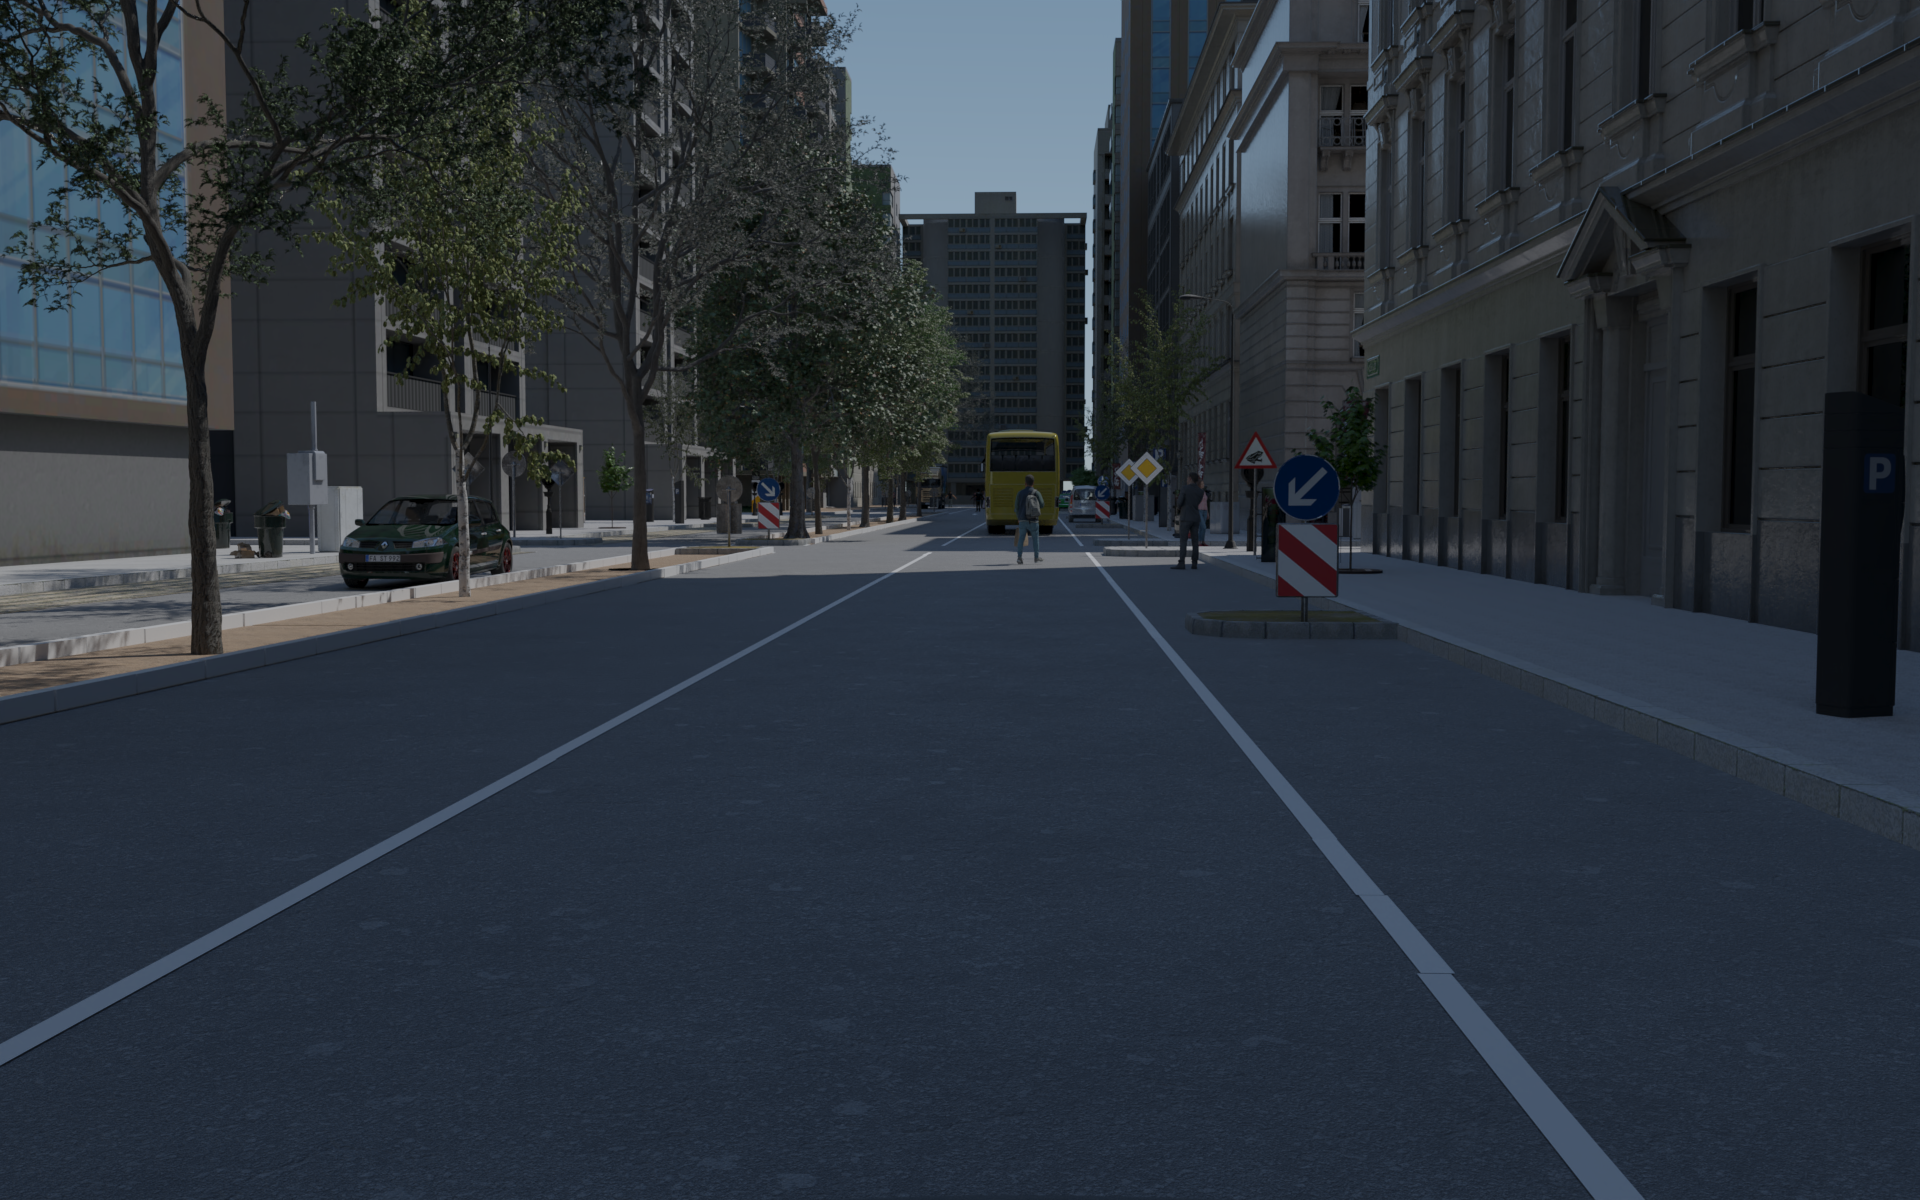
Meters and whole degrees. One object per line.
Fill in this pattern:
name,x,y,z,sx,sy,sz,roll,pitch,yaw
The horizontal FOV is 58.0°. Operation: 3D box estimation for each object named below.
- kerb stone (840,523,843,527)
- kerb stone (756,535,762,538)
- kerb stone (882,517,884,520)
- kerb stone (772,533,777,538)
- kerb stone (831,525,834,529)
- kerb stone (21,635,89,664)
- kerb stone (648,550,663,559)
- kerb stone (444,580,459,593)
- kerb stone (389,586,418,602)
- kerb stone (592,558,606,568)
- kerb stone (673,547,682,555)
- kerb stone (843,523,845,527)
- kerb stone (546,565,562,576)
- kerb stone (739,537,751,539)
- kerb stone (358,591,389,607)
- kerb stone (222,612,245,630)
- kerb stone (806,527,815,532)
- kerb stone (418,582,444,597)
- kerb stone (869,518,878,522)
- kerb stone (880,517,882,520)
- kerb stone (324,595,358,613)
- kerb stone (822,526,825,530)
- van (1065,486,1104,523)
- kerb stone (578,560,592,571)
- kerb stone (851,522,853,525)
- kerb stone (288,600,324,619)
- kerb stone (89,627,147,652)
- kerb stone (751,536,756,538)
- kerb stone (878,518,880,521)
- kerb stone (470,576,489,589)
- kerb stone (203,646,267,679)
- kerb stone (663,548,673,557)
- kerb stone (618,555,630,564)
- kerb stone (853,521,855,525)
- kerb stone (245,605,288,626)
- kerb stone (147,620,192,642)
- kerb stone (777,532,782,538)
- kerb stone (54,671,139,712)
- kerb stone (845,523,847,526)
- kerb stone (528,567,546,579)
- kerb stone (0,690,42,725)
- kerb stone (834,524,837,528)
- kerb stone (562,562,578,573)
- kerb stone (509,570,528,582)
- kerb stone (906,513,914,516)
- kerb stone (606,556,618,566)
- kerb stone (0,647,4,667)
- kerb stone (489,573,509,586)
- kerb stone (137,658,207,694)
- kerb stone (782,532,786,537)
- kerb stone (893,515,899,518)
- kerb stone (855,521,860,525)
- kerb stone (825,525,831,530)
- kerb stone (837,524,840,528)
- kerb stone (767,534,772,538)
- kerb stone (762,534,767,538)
kerb stone,-5.241,-3.160,73.953,0.120,0.150,1.000,0,4,3
kerb stone,-6.218,-1.842,52.429,0.120,0.150,1.000,0,4,3
kerb stone,-4.362,-4.354,93.408,0.120,0.150,1.000,0,4,3
kerb stone,-6.078,-2.036,55.493,0.120,0.150,1.000,0,4,3
kerb stone,-5.371,-2.977,70.867,0.120,0.150,1.000,0,4,3
kerb stone,-7.912,0.439,15.023,0.120,0.150,1.000,0,4,3
kerb stone,-6.841,-1.003,38.588,0.120,0.150,1.000,0,4,3
kerb stone,-7.450,-0.188,25.263,0.120,0.150,1.000,0,4,3
kerb stone,-7.544,-0.060,23.213,0.120,0.150,1.000,0,4,3
kerb stone,-7.082,-0.689,33.460,0.120,0.150,1.000,0,4,3
kerb stone,-6.755,-1.128,40.632,0.120,0.150,1.000,0,4,3
kerb stone,-5.193,-3.222,74.974,0.120,0.150,1.000,0,4,3
kerb stone,-7.226,-0.500,30.394,0.120,0.150,1.000,0,4,3
kerb stone,-6.301,-1.722,50.376,0.120,0.150,1.000,0,4,3
kerb stone,-7.591,0.001,22.192,0.120,0.150,1.000,0,4,3
kerb stone,-7.783,0.251,18.099,0.120,0.150,1.000,0,4,3
kerb stone,-5.656,-2.601,64.727,0.120,0.150,1.000,0,4,3
kerb stone,-7.494,-0.125,24.233,0.120,0.150,1.000,0,4,3
kerb stone,-4.492,-4.163,90.333,0.120,0.150,1.000,0,4,3
kerb stone,-4.397,-4.291,92.383,0.120,0.150,1.000,0,4,3
kerb stone,-7.648,0.063,21.167,0.120,0.150,1.000,0,4,3
kerb stone,-5.511,-2.789,67.800,0.120,0.150,1.000,0,4,3
van,6.369,-4.981,88.451,2.013,2.044,4.112,0,4,3
kerb stone,-7.127,-0.625,32.439,0.120,0.150,1.000,0,4,3
kerb stone,-5.054,-3.416,78.053,0.120,0.150,1.000,0,4,3
kerb stone,-7.692,0.126,20.146,0.120,0.150,1.000,0,4,3
kerb stone,-7.875,0.376,16.045,0.120,0.150,1.000,0,4,3
kerb stone,-6.264,-1.786,51.398,0.120,0.150,1.000,0,4,3
kerb stone,-4.446,-4.230,91.362,0.120,0.150,1.000,0,4,3
kerb stone,-7.402,-0.249,26.289,0.120,0.150,1.000,0,4,3
kerb stone,-5.868,0.508,13.908,0.120,0.150,1.000,0,4,3
kerb stone,-6.794,-1.061,39.609,0.120,0.150,1.000,0,4,3
kerb stone,-6.991,-0.814,35.507,0.120,0.150,1.000,0,4,3
kerb stone,-5.007,-3.471,79.080,0.120,0.150,1.000,0,4,3
kerb stone,-7.727,0.188,19.125,0.120,0.150,1.000,0,4,3
kerb stone,-7.827,0.320,17.069,0.120,0.150,1.000,0,4,3
kerb stone,-6.033,-2.099,56.518,0.120,0.150,1.000,0,4,3
kerb stone,-5.962,0.632,11.866,0.120,0.150,1.000,0,4,3
kerb stone,-5.150,-3.291,75.999,0.120,0.150,1.000,0,4,3
kerb stone,-7.265,-0.439,29.373,0.120,0.150,1.000,0,4,3
kerb stone,-6.014,0.694,10.845,0.120,0.150,1.000,0,4,3
kerb stone,-5.325,-3.037,71.896,0.120,0.150,1.000,0,4,3
kerb stone,-7.168,-0.564,31.415,0.120,0.150,1.000,0,4,3
kerb stone,-7.314,-0.375,28.344,0.120,0.150,1.000,0,4,3
kerb stone,-3.327,-5.728,115.918,0.120,0.150,1.000,0,4,3
kerb stone,-7.038,-0.750,34.486,0.120,0.150,1.000,0,4,3
kerb stone,-7.965,0.501,14.000,0.120,0.150,1.000,0,4,3
kerb stone,-7.364,-0.306,27.316,0.120,0.150,1.000,0,4,3
kerb stone,-5.919,0.572,12.887,0.120,0.150,1.000,0,4,3
kerb stone,-5.983,-2.162,57.546,0.120,0.150,1.000,0,4,3
kerb stone,-3.849,-5.041,104.669,0.120,0.150,1.000,0,4,3
kerb stone,-4.908,-3.605,81.136,0.120,0.150,1.000,0,4,3
kerb stone,-5.432,-2.914,69.843,0.120,0.150,1.000,0,4,3
kerb stone,-5.286,-3.094,72.918,0.120,0.150,1.000,0,4,3
kerb stone,-6.126,-1.969,54.471,0.120,0.150,1.000,0,4,3
kerb stone,-6.170,-1.909,53.450,0.120,0.150,1.000,0,4,3
